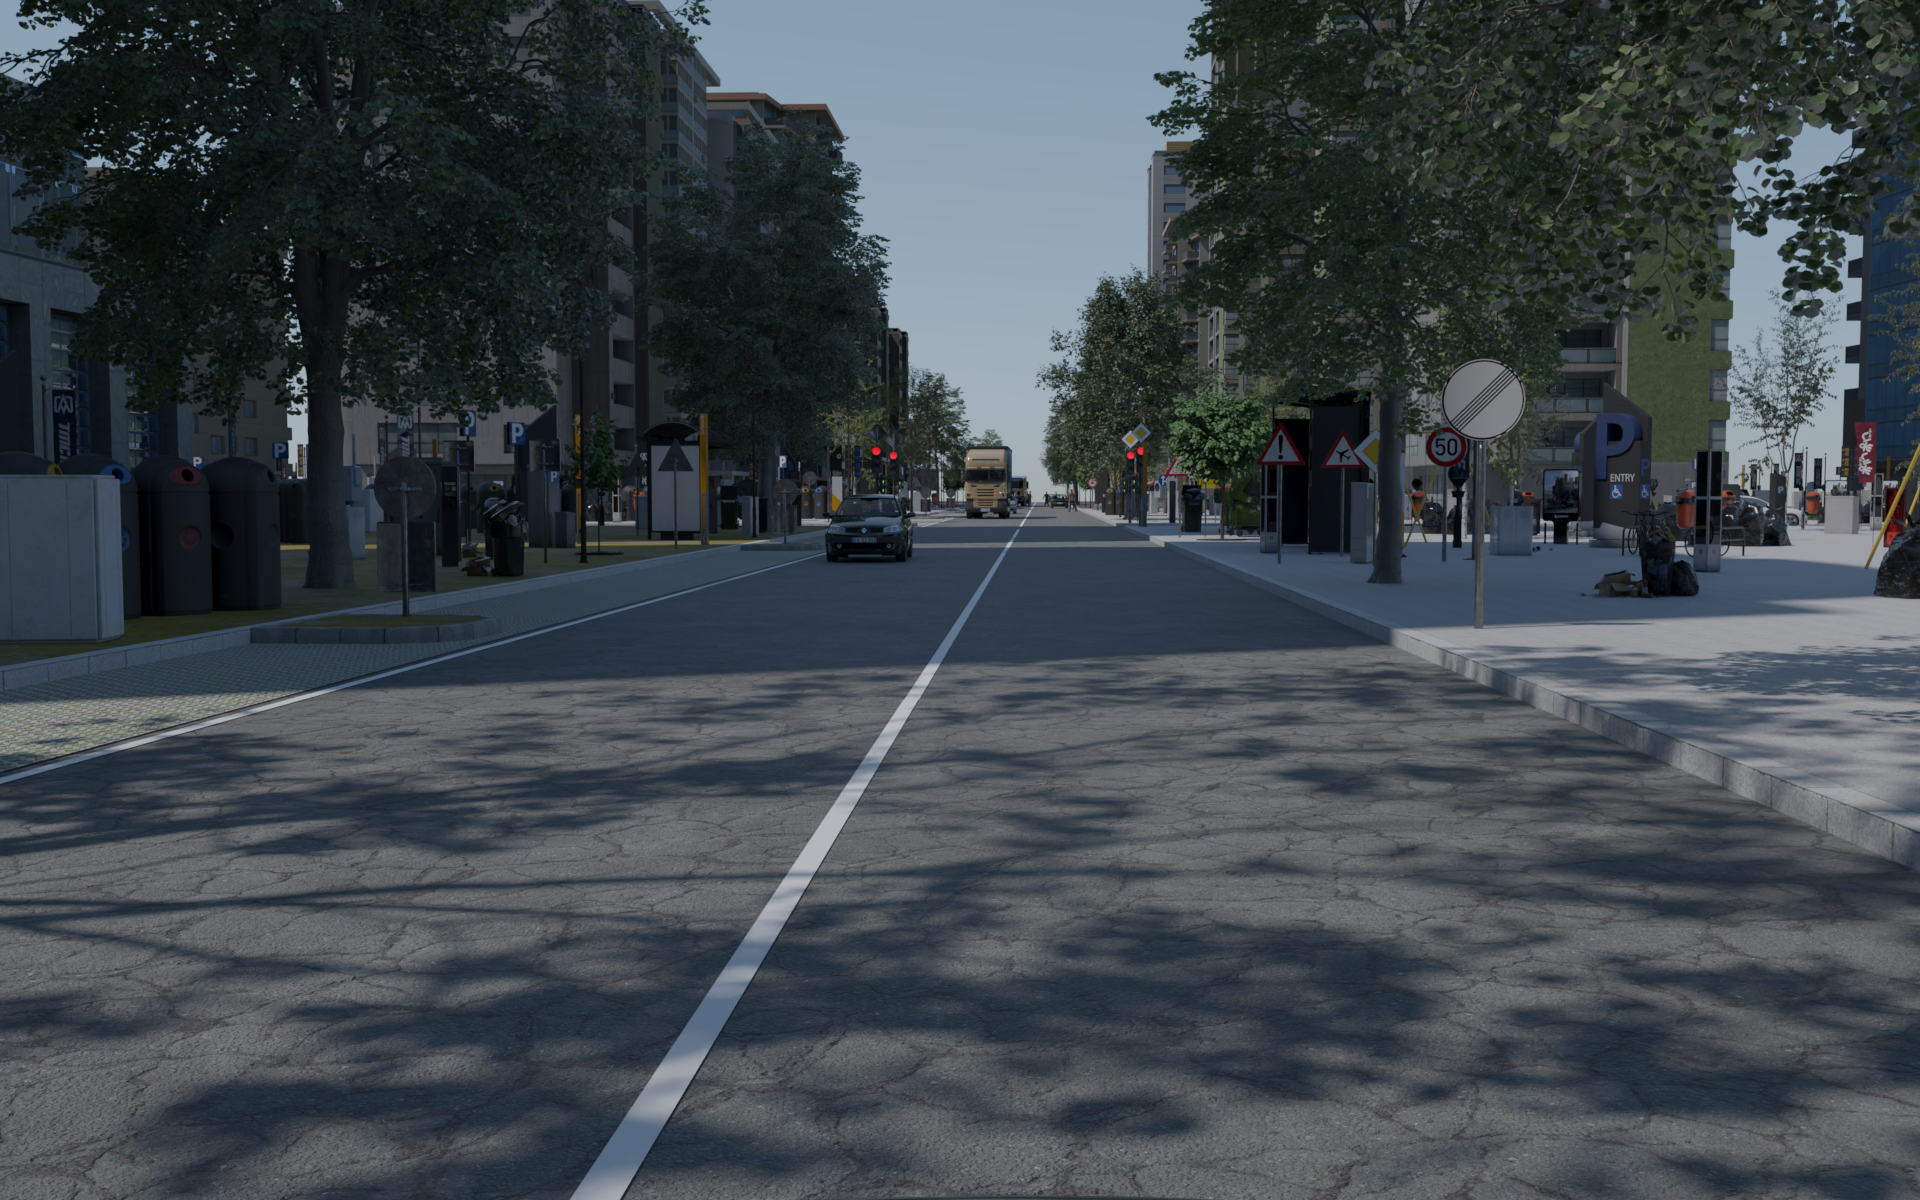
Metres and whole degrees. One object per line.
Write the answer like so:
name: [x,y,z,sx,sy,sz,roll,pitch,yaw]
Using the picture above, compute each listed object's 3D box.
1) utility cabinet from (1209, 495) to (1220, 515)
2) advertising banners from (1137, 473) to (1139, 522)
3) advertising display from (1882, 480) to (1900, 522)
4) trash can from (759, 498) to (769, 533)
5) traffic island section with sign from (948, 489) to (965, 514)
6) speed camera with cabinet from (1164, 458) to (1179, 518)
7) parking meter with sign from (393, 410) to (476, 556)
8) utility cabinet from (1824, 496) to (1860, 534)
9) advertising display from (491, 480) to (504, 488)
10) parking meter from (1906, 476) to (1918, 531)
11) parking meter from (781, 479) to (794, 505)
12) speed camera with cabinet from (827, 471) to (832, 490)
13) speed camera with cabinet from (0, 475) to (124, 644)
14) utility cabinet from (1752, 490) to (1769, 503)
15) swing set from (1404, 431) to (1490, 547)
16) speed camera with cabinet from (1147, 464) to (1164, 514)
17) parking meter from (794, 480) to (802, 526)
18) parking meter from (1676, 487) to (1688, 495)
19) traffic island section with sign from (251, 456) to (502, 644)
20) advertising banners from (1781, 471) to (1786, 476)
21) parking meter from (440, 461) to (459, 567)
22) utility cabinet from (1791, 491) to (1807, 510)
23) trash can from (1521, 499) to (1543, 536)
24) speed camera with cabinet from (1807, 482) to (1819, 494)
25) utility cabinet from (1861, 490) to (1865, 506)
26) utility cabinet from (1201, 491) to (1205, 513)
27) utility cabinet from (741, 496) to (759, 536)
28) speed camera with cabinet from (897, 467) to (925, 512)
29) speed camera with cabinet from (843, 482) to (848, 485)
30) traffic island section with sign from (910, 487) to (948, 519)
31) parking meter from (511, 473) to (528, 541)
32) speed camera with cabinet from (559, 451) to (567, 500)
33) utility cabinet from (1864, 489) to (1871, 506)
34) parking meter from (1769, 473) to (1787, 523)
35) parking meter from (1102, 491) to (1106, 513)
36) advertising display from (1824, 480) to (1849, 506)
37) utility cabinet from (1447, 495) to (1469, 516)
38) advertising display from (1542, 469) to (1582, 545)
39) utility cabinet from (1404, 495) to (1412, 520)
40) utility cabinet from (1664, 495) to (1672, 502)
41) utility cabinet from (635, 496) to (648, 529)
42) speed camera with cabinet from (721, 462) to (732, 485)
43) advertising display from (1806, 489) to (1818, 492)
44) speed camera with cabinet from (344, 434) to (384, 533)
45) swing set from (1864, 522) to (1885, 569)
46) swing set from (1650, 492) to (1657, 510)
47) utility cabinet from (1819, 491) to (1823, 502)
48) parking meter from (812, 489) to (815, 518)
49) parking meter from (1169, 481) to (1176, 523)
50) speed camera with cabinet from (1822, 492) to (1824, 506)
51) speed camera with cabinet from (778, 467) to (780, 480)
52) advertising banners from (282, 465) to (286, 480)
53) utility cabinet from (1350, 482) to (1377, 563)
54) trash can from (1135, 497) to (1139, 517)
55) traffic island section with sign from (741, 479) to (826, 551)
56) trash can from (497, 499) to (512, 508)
utility cabinet: [15.609,-5.793,105.881,0.306,1.237,1.020,3,5,40]
advertising banners: [8.161,-5.094,79.478,0.090,3.025,2.074,0,4,6]
advertising display: [42.256,-4.507,78.911,0.123,1.923,0.974,-3,4,-38]
trash can: [-6.651,-2.778,57.070,0.748,1.137,0.748,0,3,0]
traffic island section with sign: [-0.626,-7.226,126.777,1.989,1.847,2.006,0,4,3]
speed camera with cabinet: [11.650,-6.139,94.707,0.660,3.252,2.038,0,4,5]
parking meter with sign: [-11.015,-2.442,36.185,1.738,3.016,0.543,1,4,13]
utility cabinet: [28.245,-2.710,55.469,0.306,1.237,1.020,-2,4,-26]
advertising display: [-21.608,-4.632,80.948,0.123,1.923,0.974,1,4,17]
parking meter: [25.201,-2.457,45.883,0.255,1.863,0.399,2,4,31]
parking meter: [-6.581,-3.651,65.408,0.255,1.863,0.399,-3,4,-38]
speed camera with cabinet: [-11.475,-9.552,150.515,0.660,3.252,2.038,2,4,27]
speed camera with cabinet: [-8.425,-1.262,14.965,2.038,3.252,0.660,0,4,-7]
utility cabinet: [43.933,-5.267,94.787,1.173,1.500,0.318,-1,4,-11]
swing set: [11.533,-2.801,43.410,2.862,2.851,3.119,-1,4,-22]
speed camera with cabinet: [12.766,-7.289,113.512,0.660,3.252,2.038,-2,4,-27]
parking meter: [-6.580,-3.920,69.808,0.255,1.863,0.399,-3,5,-43]
parking meter: [25.718,-3.260,61.717,0.372,1.533,0.369,0,3,0]
traffic island section with sign: [-5.738,-0.536,17.395,1.989,1.847,2.006,0,4,3]
advertising banners: [61.766,-8.265,131.322,2.074,3.025,0.090,-1,4,-13]
parking meter: [-9.026,-1.523,30.609,0.255,1.863,0.399,-2,4,-23]
utility cabinet: [69.548,-8.250,143.563,1.173,1.500,0.318,-1,4,-12]
trash can: [17.556,-2.549,53.333,0.748,1.137,0.748,0,3,0]
speed camera with cabinet: [63.095,-8.183,128.129,0.660,3.252,2.038,2,4,34]
utility cabinet: [74.079,-8.251,143.579,0.318,1.500,1.173,-3,5,-43]
utility cabinet: [16.822,-7.083,124.484,1.173,1.500,0.318,2,4,32]
utility cabinet: [-6.533,-2.620,53.998,0.306,1.237,1.020,1,4,8]
speed camera with cabinet: [-3.594,-8.146,127.525,2.038,3.252,0.660,-1,4,-16]
speed camera with cabinet: [-8.330,-8.830,138.709,2.038,3.252,0.660,-1,4,-18]
traffic island section with sign: [-1.900,-5.548,99.334,1.989,1.847,2.006,0,4,3]
parking meter: [-12.074,-2.553,47.453,0.399,1.863,0.255,3,4,38]
speed camera with cabinet: [-16.350,-4.545,68.638,2.038,3.252,0.660,0,4,0]
utility cabinet: [58.549,-6.227,110.493,1.173,1.500,0.318,1,4,20]
parking meter: [22.691,-2.591,48.067,0.399,1.863,0.255,-1,4,-13]
parking meter: [9.875,-6.734,118.513,0.372,1.533,0.369,0,3,0]
advertising display: [40.046,-4.523,79.158,0.974,1.923,0.123,3,5,44]
utility cabinet: [23.861,-4.394,82.998,1.020,1.237,0.306,1,4,16]
advertising display: [15.385,-2.390,44.294,0.974,1.923,0.123,3,5,43]
utility cabinet: [21.973,-4.571,85.904,1.020,1.237,0.306,-2,4,-29]
utility cabinet: [47.573,-6.494,117.333,0.306,1.237,1.020,-1,4,-12]
utility cabinet: [-11.313,-3.175,63.065,1.020,1.237,0.306,-1,4,-11]
speed camera with cabinet: [-14.230,-6.887,106.943,0.660,3.252,2.038,-1,4,-23]
advertising display: [71.904,-8.632,146.340,0.974,1.923,0.123,2,4,35]
speed camera with cabinet: [-19.889,-3.858,57.415,0.660,3.252,2.038,1,4,10]
swing set: [17.488,-1.915,28.925,3.119,2.851,2.862,-1,4,-23]
swing set: [24.047,-4.051,63.851,2.862,2.851,3.119,0,4,-6]
utility cabinet: [71.777,-8.256,143.664,1.173,1.500,0.318,-1,4,-16]
parking meter: [-7.924,-5.126,92.214,0.372,1.533,0.369,0,3,0]
parking meter: [9.407,-4.339,76.652,0.255,1.863,0.399,1,4,14]
speed camera with cabinet: [60.601,-7.646,119.352,0.660,3.252,2.038,-3,5,-45]
speed camera with cabinet: [-12.311,-7.981,124.822,2.038,3.252,0.660,1,4,14]
advertising banners: [-40.115,-6.570,103.610,0.090,3.025,2.074,0,4,0]
utility cabinet: [7.563,-1.449,32.371,0.318,1.500,1.173,1,4,22]
trash can: [9.483,-5.037,94.016,0.748,1.137,0.748,0,3,0]
traffic island section with sign: [-4.483,-2.183,44.321,1.989,1.847,2.006,0,4,3]
trash can: [-31.096,-6.481,117.618,0.748,1.137,0.748,0,3,0]
